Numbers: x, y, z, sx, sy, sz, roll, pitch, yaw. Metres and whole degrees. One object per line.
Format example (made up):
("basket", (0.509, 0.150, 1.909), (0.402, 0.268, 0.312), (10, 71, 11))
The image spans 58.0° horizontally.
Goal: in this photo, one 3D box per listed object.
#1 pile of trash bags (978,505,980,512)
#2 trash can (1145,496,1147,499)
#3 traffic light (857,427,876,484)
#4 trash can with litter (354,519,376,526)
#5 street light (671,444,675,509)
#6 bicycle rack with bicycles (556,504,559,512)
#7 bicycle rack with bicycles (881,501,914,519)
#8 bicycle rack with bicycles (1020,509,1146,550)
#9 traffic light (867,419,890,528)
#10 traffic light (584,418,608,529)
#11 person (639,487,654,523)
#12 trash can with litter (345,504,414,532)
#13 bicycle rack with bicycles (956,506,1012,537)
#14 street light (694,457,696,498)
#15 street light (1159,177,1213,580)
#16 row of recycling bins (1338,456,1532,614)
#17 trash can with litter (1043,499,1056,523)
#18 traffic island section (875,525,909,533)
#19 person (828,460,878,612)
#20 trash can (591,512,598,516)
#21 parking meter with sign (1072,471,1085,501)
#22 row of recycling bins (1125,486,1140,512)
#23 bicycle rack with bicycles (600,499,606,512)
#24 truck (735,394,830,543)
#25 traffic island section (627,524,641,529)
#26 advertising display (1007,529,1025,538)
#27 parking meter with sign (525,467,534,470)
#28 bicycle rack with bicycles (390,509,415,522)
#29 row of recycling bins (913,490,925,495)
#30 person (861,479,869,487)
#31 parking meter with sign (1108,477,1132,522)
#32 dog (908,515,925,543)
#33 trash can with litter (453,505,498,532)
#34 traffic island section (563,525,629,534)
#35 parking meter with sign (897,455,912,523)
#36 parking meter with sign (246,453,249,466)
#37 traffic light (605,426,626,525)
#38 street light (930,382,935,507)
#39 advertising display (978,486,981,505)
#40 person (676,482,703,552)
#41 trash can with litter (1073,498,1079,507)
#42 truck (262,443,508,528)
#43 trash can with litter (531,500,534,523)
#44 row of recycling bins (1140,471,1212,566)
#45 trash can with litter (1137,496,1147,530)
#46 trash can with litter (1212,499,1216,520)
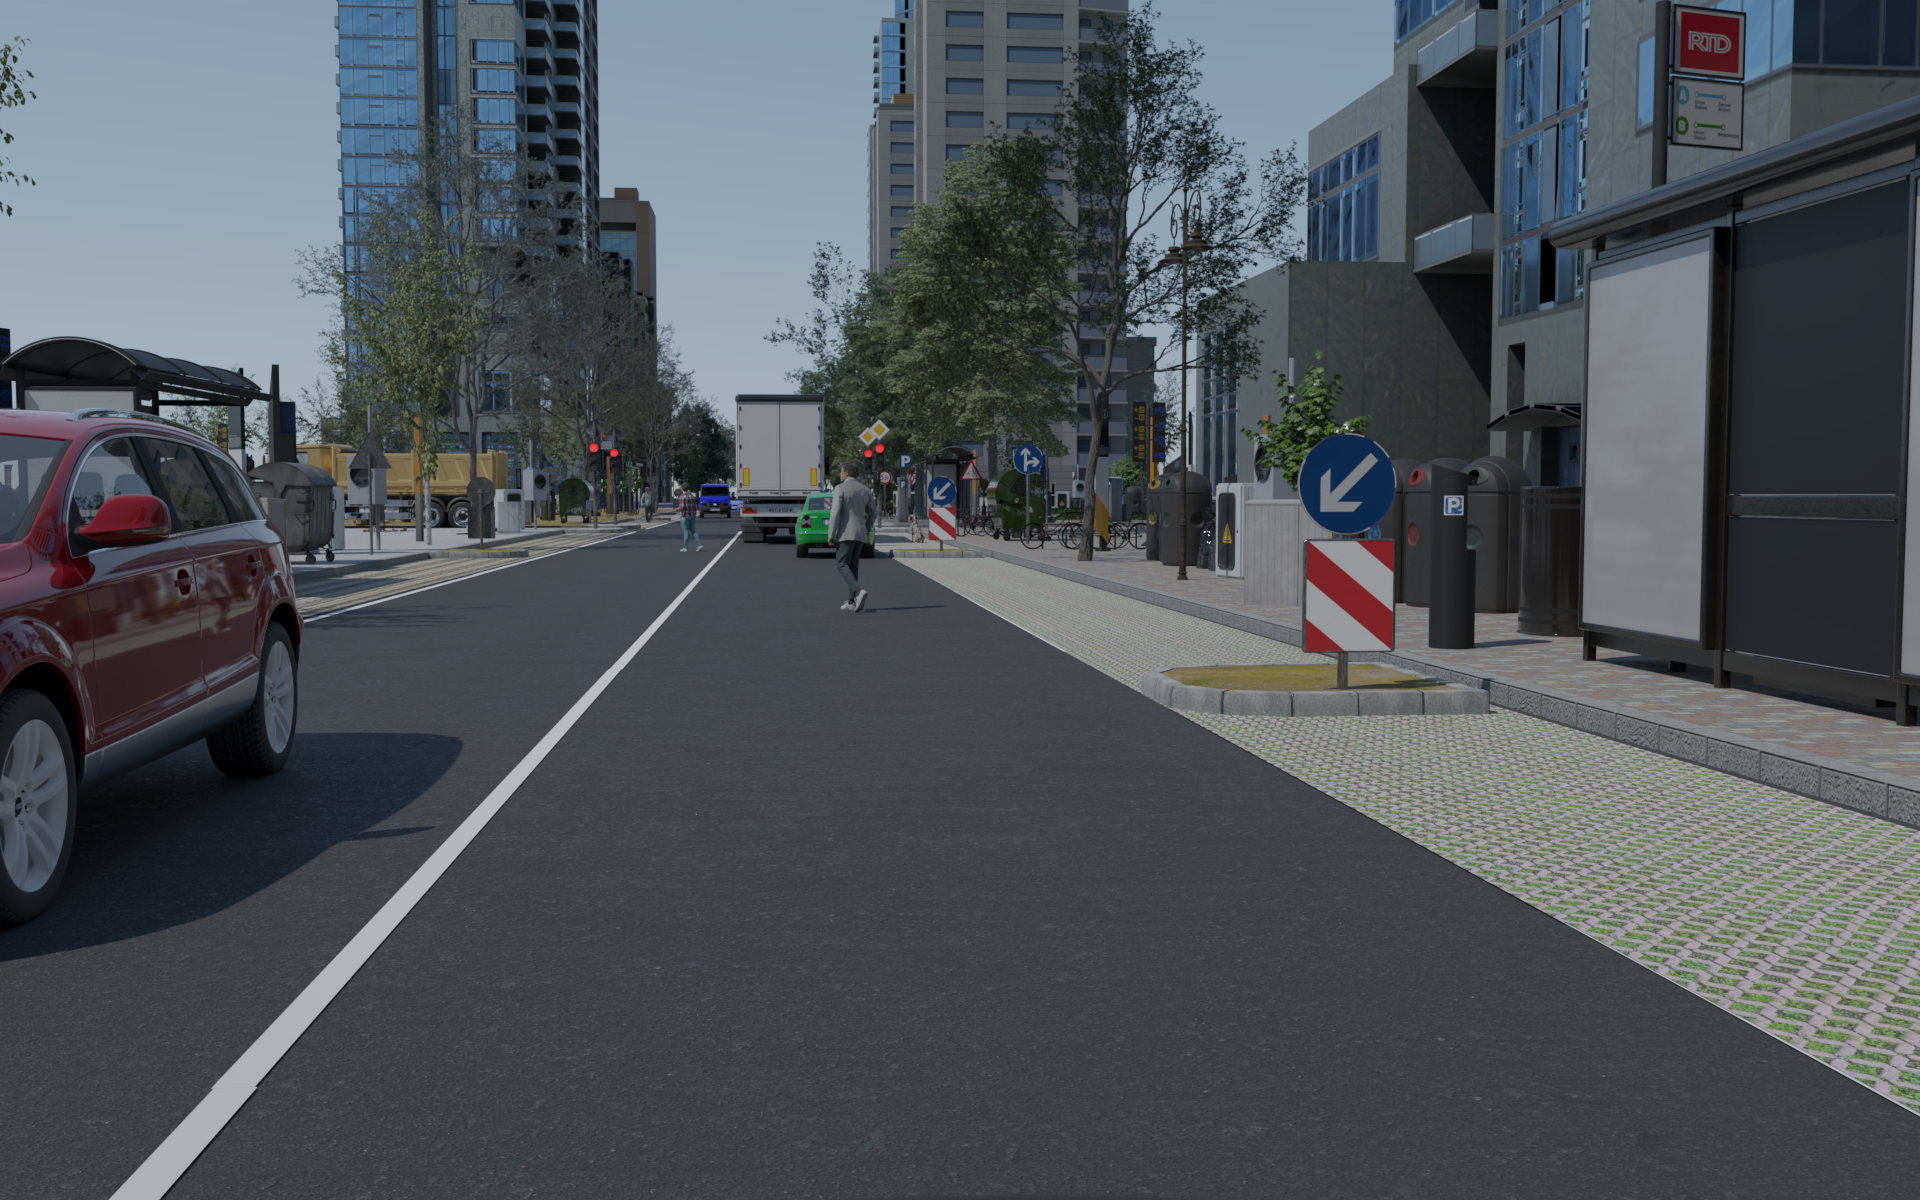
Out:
("pile of trash bags", (2.841, -7.238, 128.096), (1.912, 1.369, 3.447), (2, 4, 31))
("trash can", (12.948, -6.503, 117.983), (0.748, 1.137, 0.748), (0, 3, 0))
("traffic light", (-3.896, -5.140, 72.958), (0.839, 4.253, 0.868), (0, 4, -6))
("trash can with litter", (-24.069, -3.606, 70.352), (0.624, 1.170, 1.055), (1, 4, 21))
("street light", (-24.641, -10.775, 148.950), (0.468, 5.910, 1.993), (0, 4, -6))
("bicycle rack with bicycles", (-29.317, -6.567, 120.746), (2.925, 0.926, 2.852), (0, 4, 6))
("bicycle rack with bicycles", (-2.596, -4.664, 89.637), (2.852, 0.926, 2.925), (-2, 4, -31))
("bicycle rack with bicycles", (3.158, -1.664, 40.591), (2.925, 0.926, 2.852), (1, 4, 23))
("traffic light", (-3.048, -4.654, 65.018), (0.839, 4.253, 0.868), (0, 4, -6))
("traffic light", (-13.449, -4.586, 63.895), (0.839, 4.253, 0.868), (0, 4, -6))
("person", (-15.514, -4.682, 85.542), (0.515, 1.767, 0.782), (3, 5, 42))
("trash can with litter", (-19.406, -2.926, 58.899), (1.678, 1.210, 2.233), (3, 4, 37))
("bicycle rack with bicycles", (1.084, -2.434, 53.182), (2.925, 0.926, 2.852), (0, 4, -5))
("street light", (-28.827, -13.205, 188.684), (0.468, 5.910, 1.993), (0, 4, -6))
("street light", (3.326, -3.237, 25.710), (0.468, 5.910, 1.993), (0, 4, -6))
("row of recycling bins", (5.352, -0.800, 20.196), (1.069, 1.692, 3.534), (-1, 4, -21))
("trash can with litter", (3.719, -3.968, 76.264), (0.624, 1.170, 1.055), (3, 5, 43))
("traffic island section", (-3.007, -2.621, 65.137), (2.009, 0.180, 2.903), (0, 4, -6))
("person", (-1.282, -0.785, 21.180), (0.661, 1.843, 0.795), (-3, 4, -38))
("trash can", (-21.567, -5.508, 101.703), (0.748, 1.137, 0.748), (0, 3, 0))
("parking meter with sign", (9.560, -8.392, 133.462), (1.738, 3.016, 0.543), (-1, 4, -15))
("row of recycling bins", (8.948, -5.001, 88.878), (1.069, 1.692, 3.534), (0, 4, 6))
("bicycle rack with bicycles", (-24.328, -6.621, 121.637), (2.852, 0.926, 2.925), (0, 4, -5))
("truck", (-5.481, -3.993, 54.200), (2.839, 4.237, 11.283), (0, 4, -4))
("traffic island section", (-14.338, -3.039, 71.966), (2.009, 0.180, 2.903), (0, 4, -6))
("advertising display", (1.646, -2.763, 50.384), (0.123, 1.923, 0.974), (2, 4, 35))
("parking meter with sign", (-27.492, -7.070, 111.848), (0.543, 3.016, 1.738), (0, 4, 5))
("bicycle rack with bicycles", (-25.613, -4.167, 81.505), (2.852, 0.926, 2.925), (3, 4, 36))
("row of recycling bins", (-2.356, -8.618, 148.010), (3.534, 1.692, 1.069), (0, 4, -1))
("person", (-2.704, -2.370, 47.345), (0.679, 1.850, 0.850), (-3, 5, -43))
("parking meter with sign", (6.726, -4.844, 75.462), (1.738, 3.016, 0.543), (-3, 4, -37))
("dog", (-1.286, -2.056, 50.444), (0.513, 0.831, 0.800), (0, 4, 3))
("trash can with litter", (-16.315, -2.955, 59.378), (1.678, 1.210, 2.233), (-3, 5, -43))
("traffic island section", (-13.490, -2.553, 64.026), (2.009, 0.180, 2.903), (0, 4, -6))
("parking meter with sign", (-2.569, -5.028, 78.475), (0.543, 3.016, 1.738), (-1, 4, -9))
("parking meter with sign", (-31.121, -4.724, 73.491), (0.543, 3.016, 1.738), (3, 4, 37))
("traffic light", (-14.297, -5.071, 71.835), (0.839, 4.253, 0.868), (0, 4, -6))
("street light", (-1.025, -5.632, 64.868), (0.468, 5.910, 1.993), (0, 4, -6))
("advertising display", (1.524, -7.985, 135.767), (0.123, 1.923, 0.974), (0, 4, 5))
("person", (-6.762, -2.070, 43.174), (0.643, 1.720, 0.563), (3, 4, 37))
("trash can with litter", (7.470, -6.491, 117.183), (2.233, 1.210, 1.678), (-1, 4, -10))
("truck", (-22.770, -4.372, 67.399), (9.791, 3.379, 3.469), (0, 4, -4))
("trash can with litter", (-19.214, -4.006, 76.878), (0.624, 1.170, 1.055), (-3, 4, -37))
("row of recycling bins", (4.117, -1.545, 32.378), (1.069, 1.692, 3.534), (0, 4, 0))
("trash can with litter", (7.337, -3.202, 63.404), (2.233, 1.210, 1.678), (0, 4, 0))
("trash can with litter", (5.357, -1.495, 35.831), (0.624, 1.170, 1.055), (1, 4, 11))
